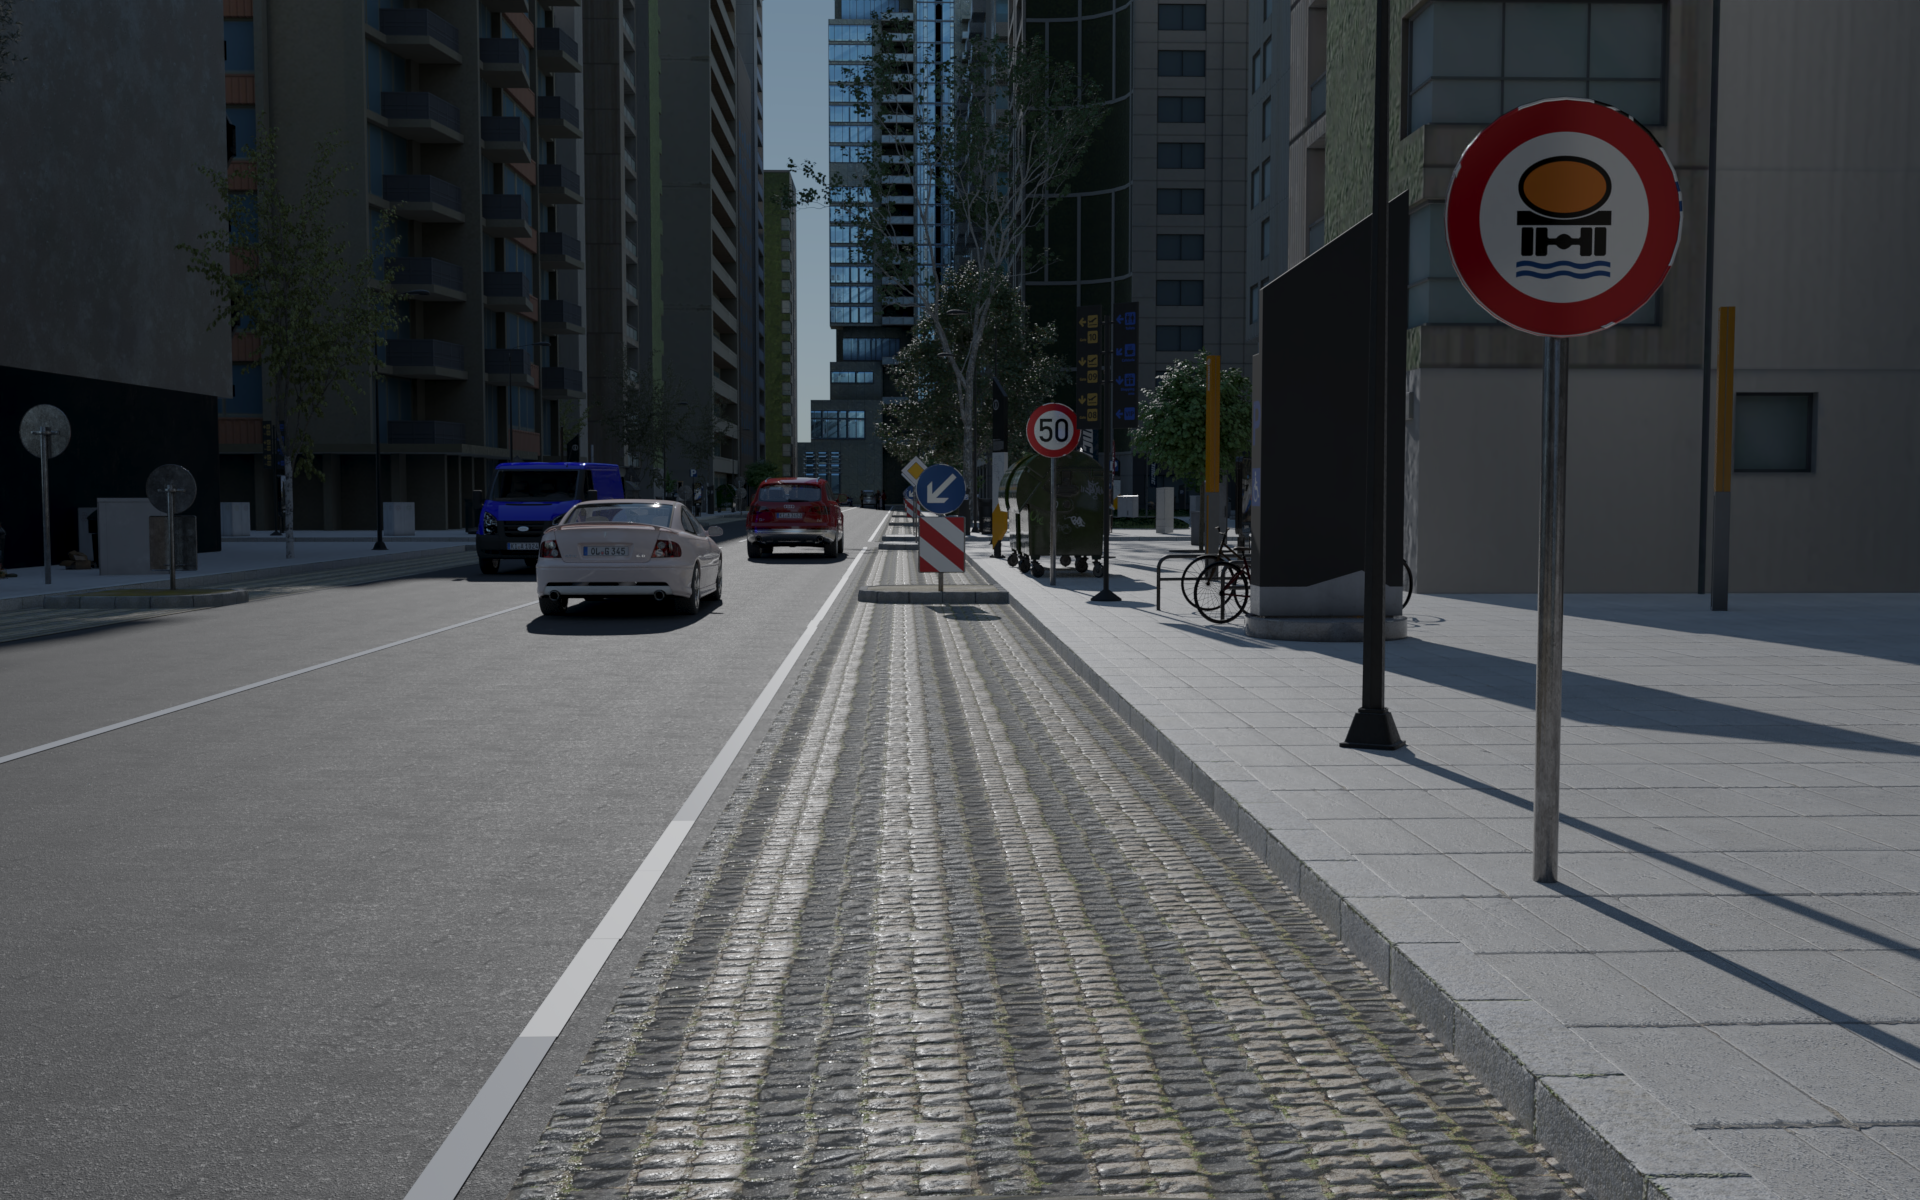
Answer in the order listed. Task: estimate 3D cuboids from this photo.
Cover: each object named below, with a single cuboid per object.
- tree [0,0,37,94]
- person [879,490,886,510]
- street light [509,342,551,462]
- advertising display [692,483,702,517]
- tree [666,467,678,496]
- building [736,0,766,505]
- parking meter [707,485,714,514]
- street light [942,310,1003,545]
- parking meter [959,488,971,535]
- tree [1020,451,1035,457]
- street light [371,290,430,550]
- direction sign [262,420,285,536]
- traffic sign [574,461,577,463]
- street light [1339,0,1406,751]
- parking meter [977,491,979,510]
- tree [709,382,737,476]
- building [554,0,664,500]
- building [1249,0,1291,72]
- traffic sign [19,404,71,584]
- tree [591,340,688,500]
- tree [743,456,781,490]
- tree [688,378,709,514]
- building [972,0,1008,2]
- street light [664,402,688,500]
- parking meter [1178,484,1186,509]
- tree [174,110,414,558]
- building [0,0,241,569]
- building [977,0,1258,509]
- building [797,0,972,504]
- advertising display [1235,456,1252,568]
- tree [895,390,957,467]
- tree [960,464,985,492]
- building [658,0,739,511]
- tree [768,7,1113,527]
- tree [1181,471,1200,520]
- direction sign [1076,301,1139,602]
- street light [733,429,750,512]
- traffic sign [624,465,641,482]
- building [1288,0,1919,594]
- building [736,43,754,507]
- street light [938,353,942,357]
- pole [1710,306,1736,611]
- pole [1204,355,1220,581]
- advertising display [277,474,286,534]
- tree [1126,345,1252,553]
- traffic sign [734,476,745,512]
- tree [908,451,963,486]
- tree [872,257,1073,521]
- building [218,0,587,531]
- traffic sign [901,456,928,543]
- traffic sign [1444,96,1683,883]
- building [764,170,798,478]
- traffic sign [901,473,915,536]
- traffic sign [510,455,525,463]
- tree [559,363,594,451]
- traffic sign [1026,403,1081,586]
[{"bbox_3d":[-13.491,-6.348,14.165,12.009,13.543,11.850,0,3,0],"label":"tree"},{"bbox_3d":[-6.725,-8.740,151.357,0.705,1.831,1.348,2,4,24],"label":"person"},{"bbox_3d":[-13.192,-4.922,53.009,1.470,5.913,1.316,0,4,-2],"label":"street light"},{"bbox_3d":[-14.846,-5.660,97.756,0.123,1.923,0.974,1,4,17],"label":"advertising display"},{"bbox_3d":[-20.460,-7.749,121.296,1.663,3.219,1.824,0,3,0],"label":"tree"},{"bbox_3d":[-35.785,-39.578,189.094,28.212,58.520,21.231,0,4,-2],"label":"building"},{"bbox_3d":[-15.921,-6.414,110.581,0.255,1.863,0.399,3,5,39],"label":"parking meter"},{"bbox_3d":[0.365,-4.359,43.819,1.470,5.913,1.316,0,4,-2],"label":"street light"},{"bbox_3d":[0.144,-2.788,53.998,0.372,1.533,0.369,0,3,0],"label":"parking meter"},{"bbox_3d":[2.187,-2.888,41.814,1.663,3.219,1.824,0,3,0],"label":"tree"},{"bbox_3d":[-12.749,-4.096,39.516,1.470,5.913,1.316,0,4,-2],"label":"street light"},{"bbox_3d":[-21.118,-3.755,53.387,0.876,3.537,0.379,1,4,23],"label":"direction sign"},{"bbox_3d":[-11.758,-3.016,52.948,0.795,2.450,0.064,0,4,-2],"label":"traffic sign"},{"bbox_3d":[1.563,-2.208,8.640,1.470,5.913,1.316,0,4,-2],"label":"street light"},{"bbox_3d":[0.931,-5.692,101.475,0.372,1.533,0.369,0,3,0],"label":"parking meter"},{"bbox_3d":[-16.786,-9.963,113.257,4.360,8.622,3.978,0,3,0],"label":"tree"},{"bbox_3d":[-25.640,-25.626,102.583,14.154,41.232,14.086,0,4,-2],"label":"building"},{"bbox_3d":[27.207,-29.387,69.721,27.495,52.752,28.713,0,4,-2],"label":"building"},{"bbox_3d":[-12.989,-1.498,24.593,0.768,2.556,0.104,0,4,6],"label":"traffic sign"},{"bbox_3d":[-15.428,-8.082,82.498,4.360,8.622,3.978,0,3,0],"label":"tree"},{"bbox_3d":[-16.990,-10.090,148.685,4.285,4.588,4.351,0,3,0],"label":"tree"},{"bbox_3d":[-16.274,-8.758,93.557,4.360,8.622,3.978,0,3,0],"label":"tree"},{"bbox_3d":[11.846,-32.774,155.463,23.786,49.044,30.456,0,4,-2],"label":"building"},{"bbox_3d":[-14.453,-7.055,87.886,1.470,5.913,1.316,0,4,-2],"label":"street light"},{"bbox_3d":[12.665,-5.697,98.862,0.399,1.863,0.255,1,4,19],"label":"parking meter"},{"bbox_3d":[-13.147,-5.140,34.397,4.737,8.622,4.395,0,3,0],"label":"tree"},{"bbox_3d":[-24.705,-10.111,32.771,16.811,18.784,16.820,0,4,-2],"label":"building"},{"bbox_3d":[11.739,-41.245,112.611,20.563,71.187,20.611,0,4,-2],"label":"building"},{"bbox_3d":[-5.045,-55.733,223.913,31.000,86.520,22.319,0,4,-2],"label":"building"},{"bbox_3d":[4.937,-1.521,30.088,0.123,1.923,0.974,1,4,21],"label":"advertising display"},{"bbox_3d":[-1.687,-12.312,135.715,7.601,10.594,8.767,1,4,17],"label":"tree"},{"bbox_3d":[0.611,-6.087,94.122,1.663,3.219,1.824,0,3,0],"label":"tree"},{"bbox_3d":[-29.366,-31.432,137.613,21.300,48.544,21.600,0,4,-2],"label":"building"},{"bbox_3d":[-0.701,-13.006,68.531,12.611,20.169,13.585,0,3,0],"label":"tree"},{"bbox_3d":[11.546,-5.491,84.387,1.663,3.219,1.824,0,3,0],"label":"tree"},{"bbox_3d":[1.757,-1.757,20.731,0.876,3.537,0.379,3,5,40],"label":"direction sign"},{"bbox_3d":[-15.604,-9.221,123.309,1.470,5.913,1.316,0,4,-2],"label":"street light"},{"bbox_3d":[-14.556,-4.687,76.633,0.884,2.594,0.081,0,4,6],"label":"traffic sign"},{"bbox_3d":[12.646,-21.068,28.051,14.154,41.232,14.086,0,4,-2],"label":"building"},{"bbox_3d":[-28.029,-31.849,170.845,14.600,45.320,14.200,0,4,-2],"label":"building"},{"bbox_3d":[-0.033,-5.176,57.171,1.470,5.913,1.316,0,4,-2],"label":"street light"},{"bbox_3d":[8.355,-1.537,18.967,0.158,3.312,0.155,0,3,0],"label":"pole"},{"bbox_3d":[3.731,-1.942,25.593,0.158,3.312,0.155,0,3,0],"label":"pole"},{"bbox_3d":[-22.175,-3.149,56.701,0.123,1.923,0.974,-1,4,-10],"label":"advertising display"},{"bbox_3d":[5.386,-3.330,38.163,4.285,4.588,4.351,0,3,0],"label":"tree"},{"bbox_3d":[-15.961,-7.665,125.434,0.768,2.556,0.104,0,4,1],"label":"traffic sign"},{"bbox_3d":[-1.364,-7.745,110.350,4.285,4.588,4.351,0,3,0],"label":"tree"},{"bbox_3d":[0.644,-10.198,83.748,9.611,12.733,9.660,0,3,0],"label":"tree"},{"bbox_3d":[-28.280,-25.545,72.282,22.147,44.769,28.867,0,4,-2],"label":"building"},{"bbox_3d":[-1.148,-2.548,45.298,0.795,2.450,0.064,0,4,-2],"label":"traffic sign"},{"bbox_3d":[1.941,-0.340,5.668,0.768,2.556,0.104,0,3,0],"label":"traffic sign"},{"bbox_3d":[-28.031,-32.855,220.780,14.086,41.232,14.154,0,4,-2],"label":"building"},{"bbox_3d":[-1.419,-3.036,53.278,0.795,2.450,0.064,0,4,-2],"label":"traffic sign"},{"bbox_3d":[-11.487,-2.528,44.968,0.795,2.450,0.064,0,4,-2],"label":"traffic sign"},{"bbox_3d":[-22.123,-8.713,92.820,4.737,8.622,4.395,0,3,0],"label":"tree"},{"bbox_3d":[1.307,-1.475,24.230,0.768,2.556,0.104,0,4,0],"label":"traffic sign"}]
